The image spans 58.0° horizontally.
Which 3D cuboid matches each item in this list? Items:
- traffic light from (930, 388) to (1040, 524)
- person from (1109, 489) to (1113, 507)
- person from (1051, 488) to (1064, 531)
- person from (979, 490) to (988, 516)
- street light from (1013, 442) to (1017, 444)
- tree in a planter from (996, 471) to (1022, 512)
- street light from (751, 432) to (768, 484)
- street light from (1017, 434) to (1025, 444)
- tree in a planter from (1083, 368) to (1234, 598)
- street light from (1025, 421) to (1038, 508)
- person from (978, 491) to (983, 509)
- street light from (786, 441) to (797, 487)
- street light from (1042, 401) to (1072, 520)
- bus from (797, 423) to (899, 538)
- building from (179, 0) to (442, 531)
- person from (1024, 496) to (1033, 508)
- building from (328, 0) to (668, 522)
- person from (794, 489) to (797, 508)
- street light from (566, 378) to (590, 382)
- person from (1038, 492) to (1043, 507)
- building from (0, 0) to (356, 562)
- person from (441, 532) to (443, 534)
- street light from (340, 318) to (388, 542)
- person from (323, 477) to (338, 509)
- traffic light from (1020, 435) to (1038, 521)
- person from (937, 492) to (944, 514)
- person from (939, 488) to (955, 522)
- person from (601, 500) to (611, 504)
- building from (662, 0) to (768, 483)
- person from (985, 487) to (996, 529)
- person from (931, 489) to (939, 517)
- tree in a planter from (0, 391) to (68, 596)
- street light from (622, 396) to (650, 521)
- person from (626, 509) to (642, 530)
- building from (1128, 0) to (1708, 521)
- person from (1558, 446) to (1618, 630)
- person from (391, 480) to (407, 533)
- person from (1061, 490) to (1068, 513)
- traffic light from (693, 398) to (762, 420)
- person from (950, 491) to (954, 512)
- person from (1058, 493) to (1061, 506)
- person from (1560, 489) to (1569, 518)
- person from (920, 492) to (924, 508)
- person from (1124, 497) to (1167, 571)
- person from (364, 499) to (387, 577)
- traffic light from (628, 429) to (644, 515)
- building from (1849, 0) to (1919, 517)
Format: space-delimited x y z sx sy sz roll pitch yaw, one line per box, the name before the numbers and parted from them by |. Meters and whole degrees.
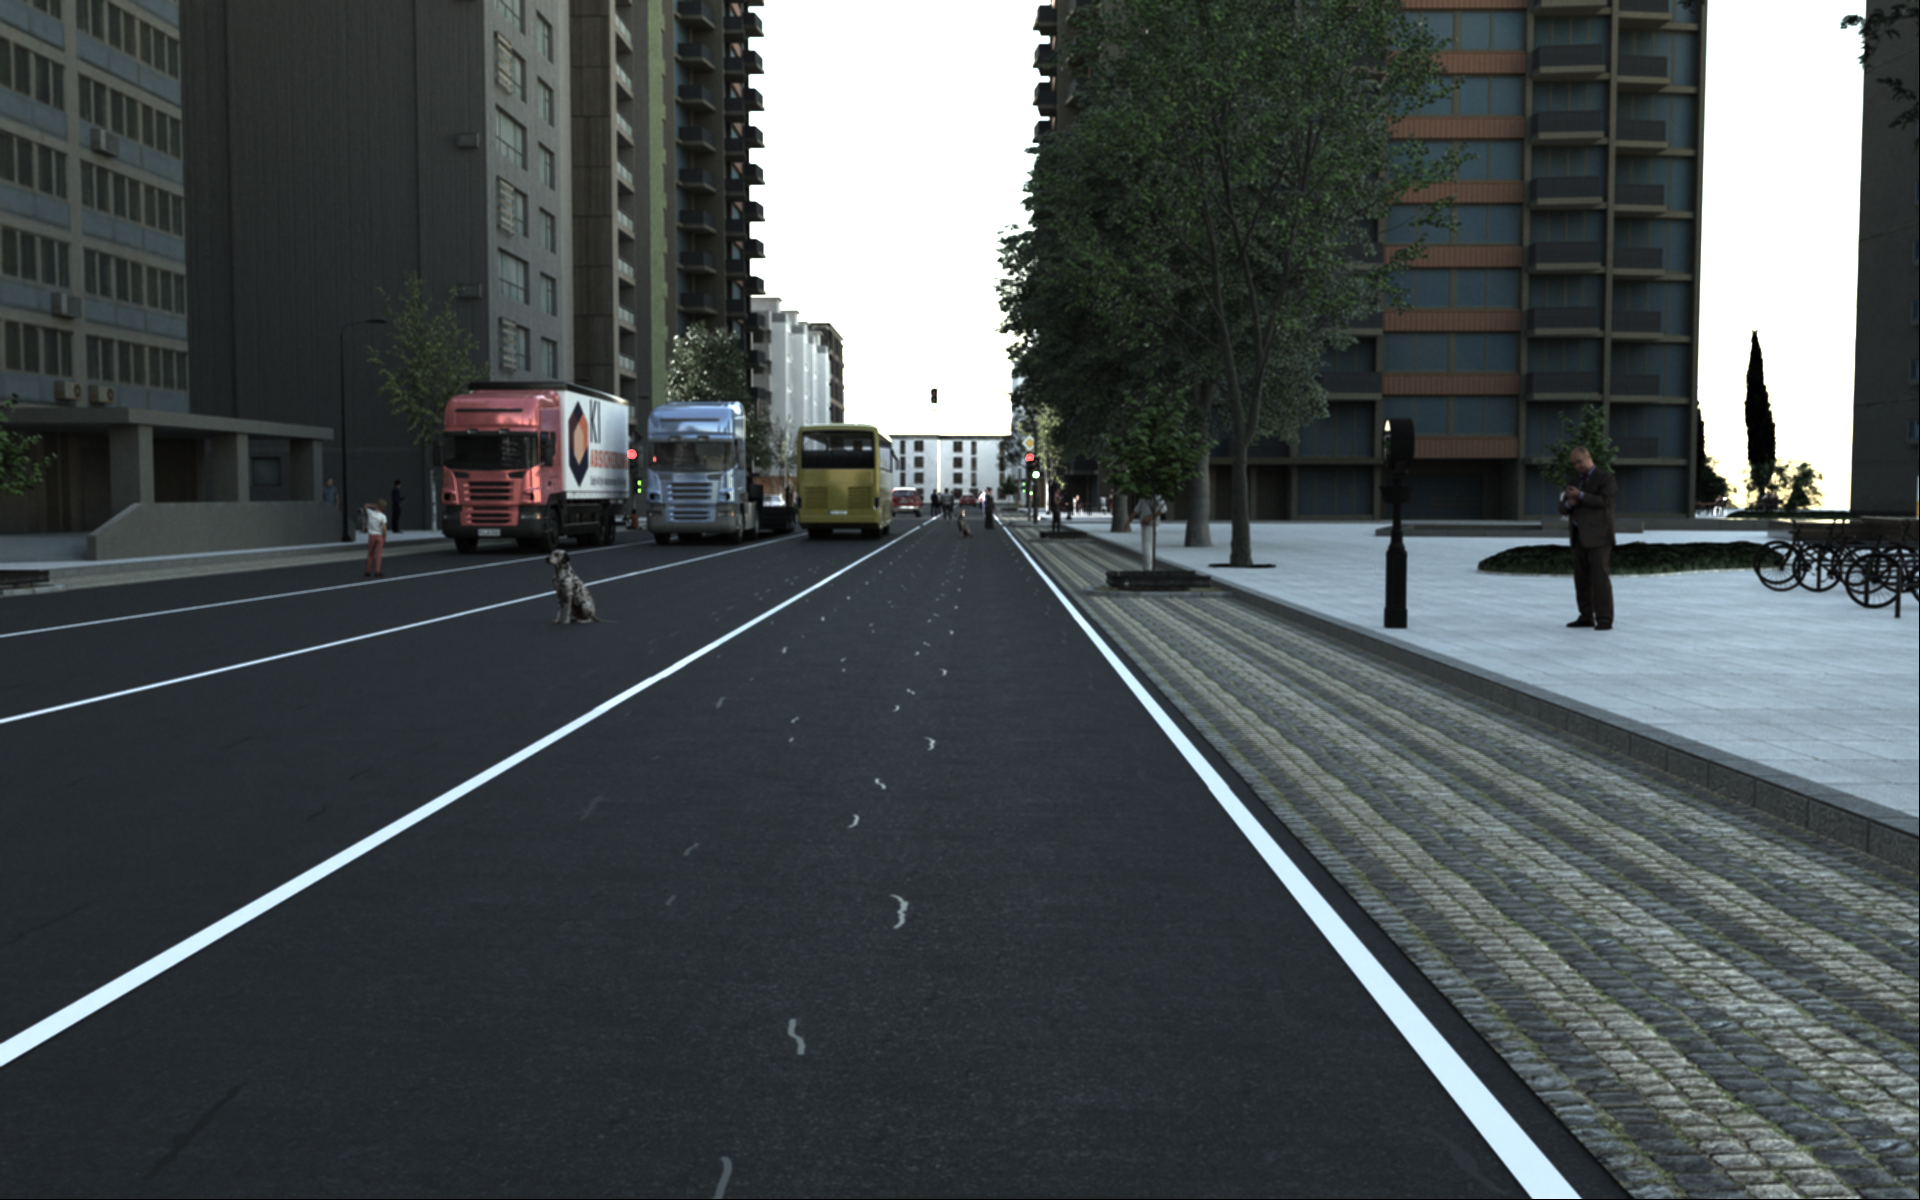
traffic light | 1.121 -6.076 74.010 4.771 5.953 1.251 0 4 1
person | 9.236 -5.928 104.671 0.593 1.614 0.444 -2 4 -31
person | 3.179 -2.810 55.918 0.593 1.643 0.415 3 5 42
person | 1.670 -6.334 113.001 0.756 1.711 0.436 1 4 17
street light | 5.493 -11.217 155.939 1.470 5.913 1.316 0 4 1
tree in a planter | 3.824 -8.424 134.957 1.991 3.239 1.994 0 4 1
street light | -14.968 -9.576 129.111 1.470 5.913 1.316 0 4 1
street light | 5.293 -9.792 132.632 1.470 5.913 1.316 0 4 1
tree in a planter | 2.774 -1.678 24.659 1.991 3.239 1.994 0 4 1
street light | 5.043 -8.372 109.424 1.470 5.913 1.316 0 4 1
person | 2.144 -9.933 171.617 0.721 1.735 1.217 3 5 43
street light | -14.751 -10.996 152.319 1.470 5.913 1.316 0 4 1
street light | 4.873 -6.937 85.955 1.470 5.913 1.316 0 4 1
bus | -3.722 -4.114 58.807 2.896 3.916 12.252 0 3 0
building | -23.310 -23.433 66.720 14.086 41.232 14.154 0 4 1
person | 6.671 -9.542 161.989 1.348 1.831 0.705 -1 4 -22
building | -24.025 -25.043 93.051 14.154 41.232 14.086 0 4 1
person | -15.043 -9.301 159.047 0.436 1.711 0.756 1 4 15
street light | -15.510 -5.929 69.473 1.470 5.913 1.316 0 4 1
person | 7.583 -9.950 169.440 1.217 1.736 0.721 2 4 24
building | -32.592 -21.233 39.046 32.217 40.220 23.993 0 4 1
person | -16.410 -2.382 55.457 0.357 0.543 0.381 2 4 26
street light | -15.821 -4.490 45.950 1.470 5.913 1.316 0 4 1
person | -20.002 -2.977 54.852 0.598 1.807 0.434 -1 4 -20
traffic light | 3.289 -5.700 82.116 0.839 4.253 0.868 0 4 1
person | -1.354 -6.780 121.571 0.590 1.554 0.614 1 4 13
person | -0.678 -4.908 89.461 0.841 1.734 0.376 0 4 -5
person | -11.075 -2.745 53.501 0.598 1.807 0.434 -1 4 -13
building | -27.161 -29.449 136.121 22.147 44.769 28.867 0 4 1
person | 1.240 -3.796 71.375 0.445 1.727 0.742 0 4 6
person | -1.578 -6.145 109.676 0.576 1.737 0.504 1 4 19
tree in a planter | -14.172 -1.699 24.997 1.991 3.239 1.994 0 4 1
street light | -15.378 -6.707 82.203 1.470 5.913 1.316 0 4 1
person | -13.165 -3.222 69.464 0.655 0.850 0.859 3 5 42
building | 22.564 -26.673 90.729 28.867 44.769 22.147 0 4 1
person | 5.980 -0.600 16.540 0.565 1.739 0.600 2 4 35
person | -18.517 -3.081 57.128 0.504 1.737 0.576 -3 4 -36
person | 7.217 -6.759 118.922 0.453 1.535 0.546 1 4 21
traffic light | -11.819 -6.582 82.278 4.771 5.953 1.251 0 4 1
person | -0.544 -7.979 139.755 0.445 1.727 0.742 -2 4 -33
person | 5.168 -4.990 91.532 0.340 1.345 0.435 0 4 -2
person | 26.942 -4.177 76.943 0.875 1.805 0.789 -1 4 -17
person | -4.130 -10.587 183.062 0.593 1.643 0.415 -2 4 -32
person | 3.080 -1.239 28.908 0.789 1.805 0.875 -2 4 -28
person | -10.166 -1.082 30.100 0.435 1.345 0.340 -1 4 -8
traffic light | -13.987 -5.221 74.277 0.839 4.253 0.868 0 4 1
building | 59.096 -28.446 88.798 21.600 48.544 21.300 0 4 1
